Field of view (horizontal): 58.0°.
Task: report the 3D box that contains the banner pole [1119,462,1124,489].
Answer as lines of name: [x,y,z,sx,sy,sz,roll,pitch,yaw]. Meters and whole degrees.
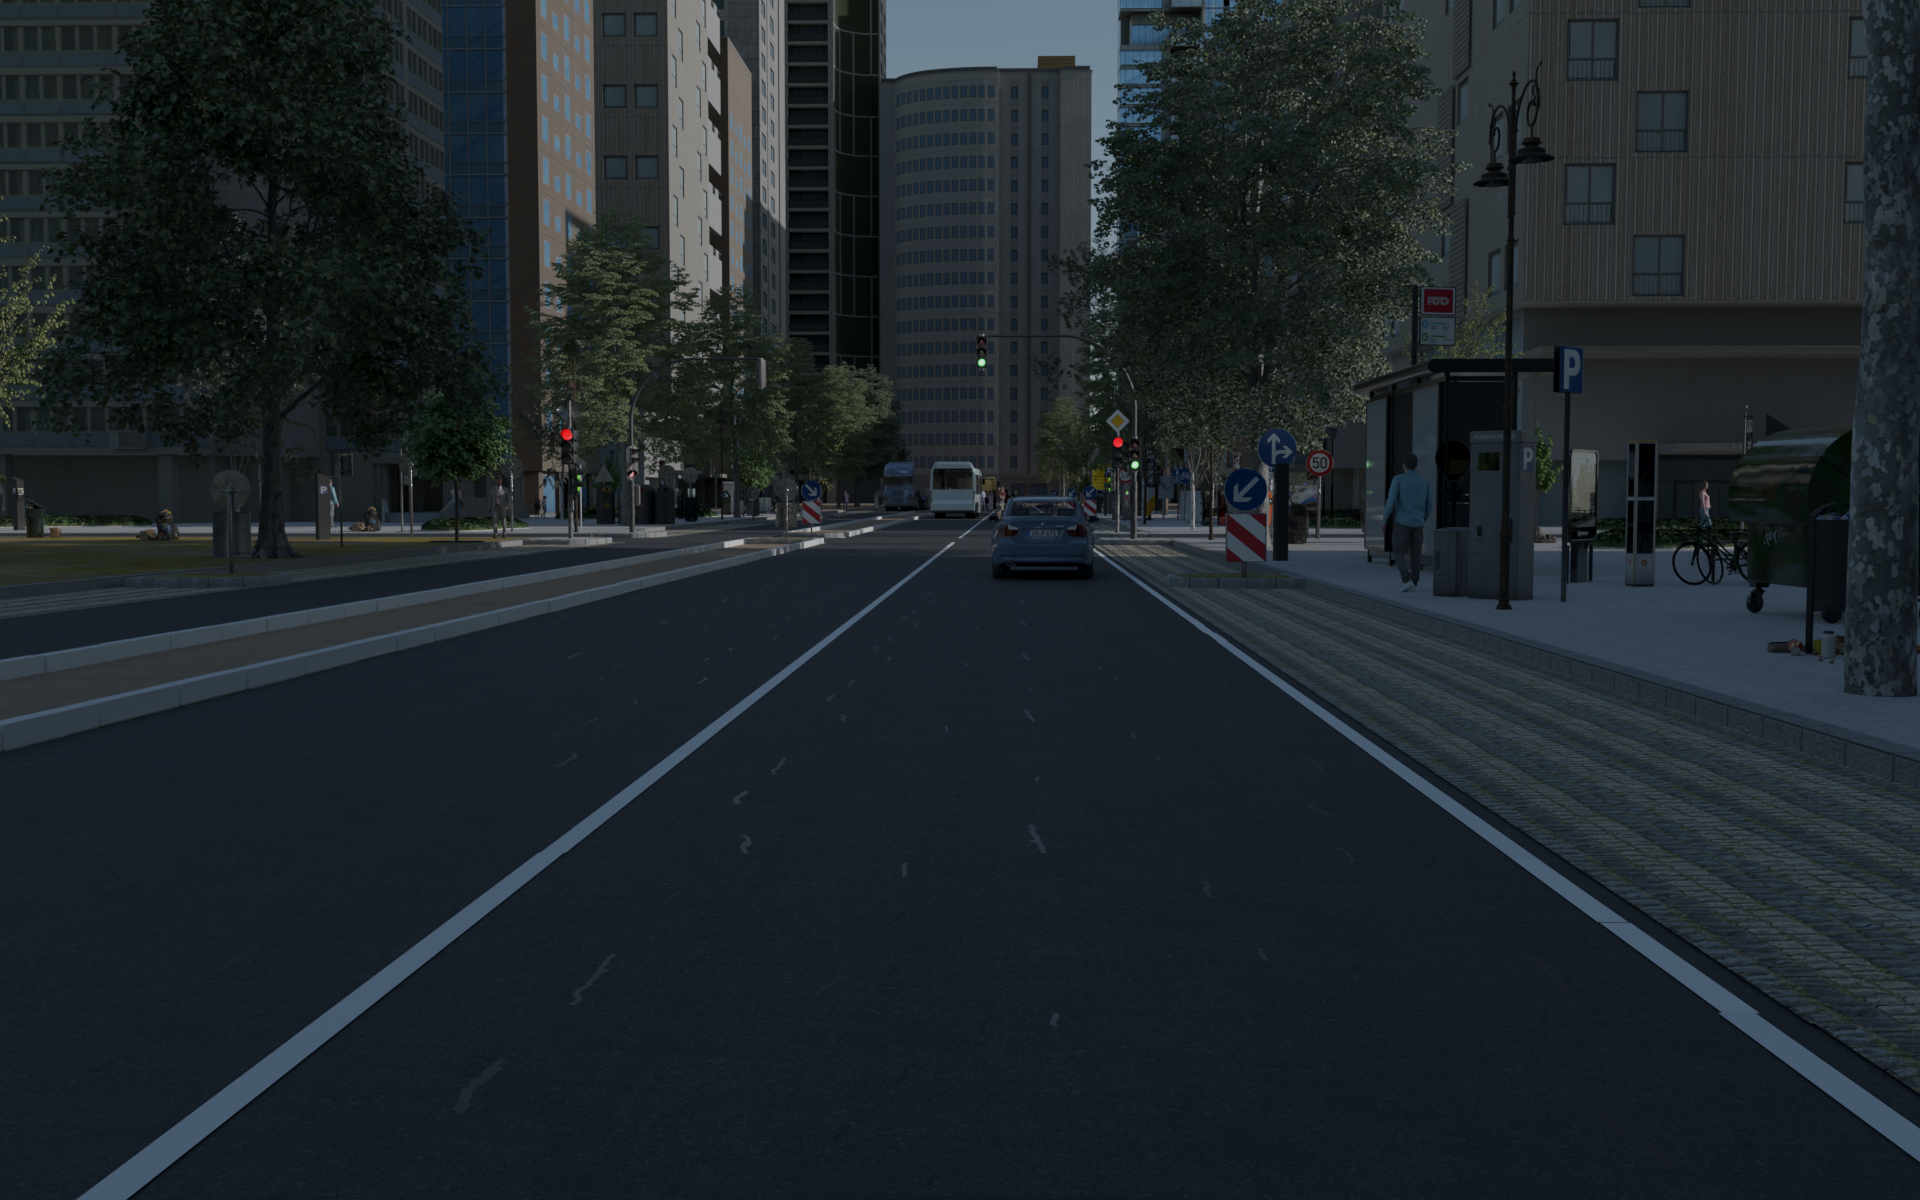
banner pole: [10.248,-7.352,110.216,0.863,3.779,0.401,3,5,42]

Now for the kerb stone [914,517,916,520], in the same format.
kerb stone: [-2.631,-4.365,93.643,0.120,0.150,1.000,0,4,2]

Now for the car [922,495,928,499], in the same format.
car: [-3.543,-12.071,206.943,1.945,1.707,3.694,0,4,4]

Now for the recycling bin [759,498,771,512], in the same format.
recycling bin: [-14.141,-6.893,125.254,0.722,1.027,0.722,3,4,36]

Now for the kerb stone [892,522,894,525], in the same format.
kerb stone: [-3.168,-3.366,77.255,0.120,0.150,1.000,0,4,2]

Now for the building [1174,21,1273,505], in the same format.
building: [34.361,-34.333,180.946,23.786,49.044,30.456,0,4,2]

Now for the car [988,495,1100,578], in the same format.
car: [1.483,-1.148,30.766,2.014,1.417,4.499,0,4,3]

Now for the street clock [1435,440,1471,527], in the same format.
street clock: [6.647,-1.147,23.324,0.471,2.002,0.358,2,4,27]

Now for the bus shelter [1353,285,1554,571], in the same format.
bus shelter: [8.432,-3.267,31.051,2.179,5.291,8.768,0,4,2]

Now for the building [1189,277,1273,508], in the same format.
building: [35.451,-18.781,152.113,27.650,21.520,28.899,0,4,2]

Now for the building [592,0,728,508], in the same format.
building: [-35.387,-34.103,146.824,28.713,52.752,27.495,0,4,2]

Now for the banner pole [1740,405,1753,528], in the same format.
banner pole: [22.078,-3.584,48.624,0.401,3.779,0.863,0,4,4]

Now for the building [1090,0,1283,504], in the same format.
building: [33.014,-56.457,235.749,31.000,86.520,22.319,0,4,2]

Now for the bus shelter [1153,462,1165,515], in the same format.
bus shelter: [11.891,-7.063,109.401,2.014,3.302,5.546,0,4,2]

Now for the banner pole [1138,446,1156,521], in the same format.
banner pole: [9.000,-5.698,83.182,0.863,3.779,0.401,0,4,2]

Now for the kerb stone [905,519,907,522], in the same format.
kerb stone: [-2.868,-3.930,86.471,0.120,0.150,1.000,0,4,2]

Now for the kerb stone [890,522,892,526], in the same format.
kerb stone: [-3.213,-3.305,76.234,0.120,0.150,1.000,0,4,2]

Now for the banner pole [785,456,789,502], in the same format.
banner pole: [-11.307,-7.540,113.292,0.401,3.779,0.863,1,4,10]

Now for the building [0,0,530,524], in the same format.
building: [-39.249,-24.024,84.677,32.217,40.220,23.993,0,4,2]

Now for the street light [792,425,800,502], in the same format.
street light: [-11.079,-8.803,116.711,0.468,5.910,1.993,0,4,2]

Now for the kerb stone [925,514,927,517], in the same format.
kerb stone: [-2.238,-5.116,105.934,0.120,0.150,1.000,0,4,2]

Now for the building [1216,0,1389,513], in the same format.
building: [34.755,-26.137,119.217,32.217,40.220,23.993,0,4,2]

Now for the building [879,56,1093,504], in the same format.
building: [3.399,-42.495,236.796,28.212,58.520,21.231,0,4,2]

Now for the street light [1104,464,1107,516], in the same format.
street light: [8.631,-7.941,102.627,0.468,5.910,1.993,0,4,2]

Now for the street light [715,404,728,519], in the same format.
street light: [-12.019,-7.006,87.333,0.468,5.910,1.993,0,4,2]

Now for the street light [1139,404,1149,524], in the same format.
street light: [7.801,-6.127,72.961,0.468,5.910,1.993,0,4,2]

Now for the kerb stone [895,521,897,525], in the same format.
kerb stone: [-3.103,-3.491,79.301,0.120,0.150,1.000,0,4,2]

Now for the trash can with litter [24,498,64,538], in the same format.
trash can with litter: [-26.961,-2.421,50.977,1.055,1.170,0.624,-2,4,-24]

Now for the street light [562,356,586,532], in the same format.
street light: [-12.933,-5.224,58.192,0.468,5.910,1.993,0,4,2]

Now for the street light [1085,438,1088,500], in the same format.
street light: [9.668,-9.742,132.064,0.468,5.910,1.993,0,4,2]

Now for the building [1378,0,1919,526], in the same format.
building: [34.923,-29.901,78.118,27.495,52.752,28.713,0,4,2]

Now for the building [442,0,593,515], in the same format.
building: [-32.032,-28.210,111.347,14.600,45.320,14.200,0,4,2]

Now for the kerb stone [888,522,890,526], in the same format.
kerb stone: [-3.242,-3.243,75.212,0.120,0.150,1.000,0,4,2]

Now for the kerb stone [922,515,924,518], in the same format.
kerb stone: [-2.373,-4.869,101.833,0.120,0.150,1.000,0,4,2]

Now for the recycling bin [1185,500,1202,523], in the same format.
recycling bin: [10.403,-3.941,76.994,0.722,1.027,0.722,0,4,5]

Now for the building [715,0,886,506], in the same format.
building: [-20.996,-48.872,237.312,20.611,71.187,20.563,0,4,2]

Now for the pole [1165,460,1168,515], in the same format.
pole: [12.360,-6.726,103.807,0.158,3.312,0.155,0,3,0]

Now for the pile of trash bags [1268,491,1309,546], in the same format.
pile of trash bags: [7.976,-2.127,44.524,1.912,1.369,3.447,1,4,15]

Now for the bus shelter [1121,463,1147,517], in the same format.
bus shelter: [10.128,-6.747,101.602,1.731,3.624,6.357,0,4,2]

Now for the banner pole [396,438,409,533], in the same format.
banner pole: [-18.483,-4.134,57.616,0.401,3.779,0.863,-3,5,-44]

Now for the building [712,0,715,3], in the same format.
building: [-30.212,-45.802,187.122,20.611,71.187,20.563,0,4,2]

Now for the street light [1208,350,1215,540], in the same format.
street light: [7.025,-4.619,48.309,0.468,5.910,1.993,0,4,2]

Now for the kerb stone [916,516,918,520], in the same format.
kerb stone: [-2.572,-4.495,95.686,0.120,0.150,1.000,0,4,2]

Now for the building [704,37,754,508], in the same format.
building: [-28.038,-31.672,167.943,14.600,45.320,14.200,0,4,2]

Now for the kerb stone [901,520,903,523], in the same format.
kerb stone: [-2.978,-3.743,83.399,0.120,0.150,1.000,0,4,2]

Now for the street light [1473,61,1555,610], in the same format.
street light: [6.055,-2.833,19.104,0.468,5.910,1.993,0,4,2]

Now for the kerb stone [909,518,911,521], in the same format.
kerb stone: [-2.770,-4.117,89.544,0.120,0.150,1.000,0,4,2]

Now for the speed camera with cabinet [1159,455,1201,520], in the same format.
speed camera with cabinet: [10.866,-5.581,85.592,2.038,3.252,0.660,0,4,-2]

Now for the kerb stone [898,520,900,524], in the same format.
kerb stone: [-3.036,-3.616,81.345,0.120,0.150,1.000,0,4,2]

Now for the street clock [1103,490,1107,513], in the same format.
street clock: [9.661,-6.780,115.421,0.471,2.002,0.358,-1,4,-14]

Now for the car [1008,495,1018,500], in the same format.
car: [5.806,-10.689,187.119,2.083,1.381,4.827,0,4,3]
